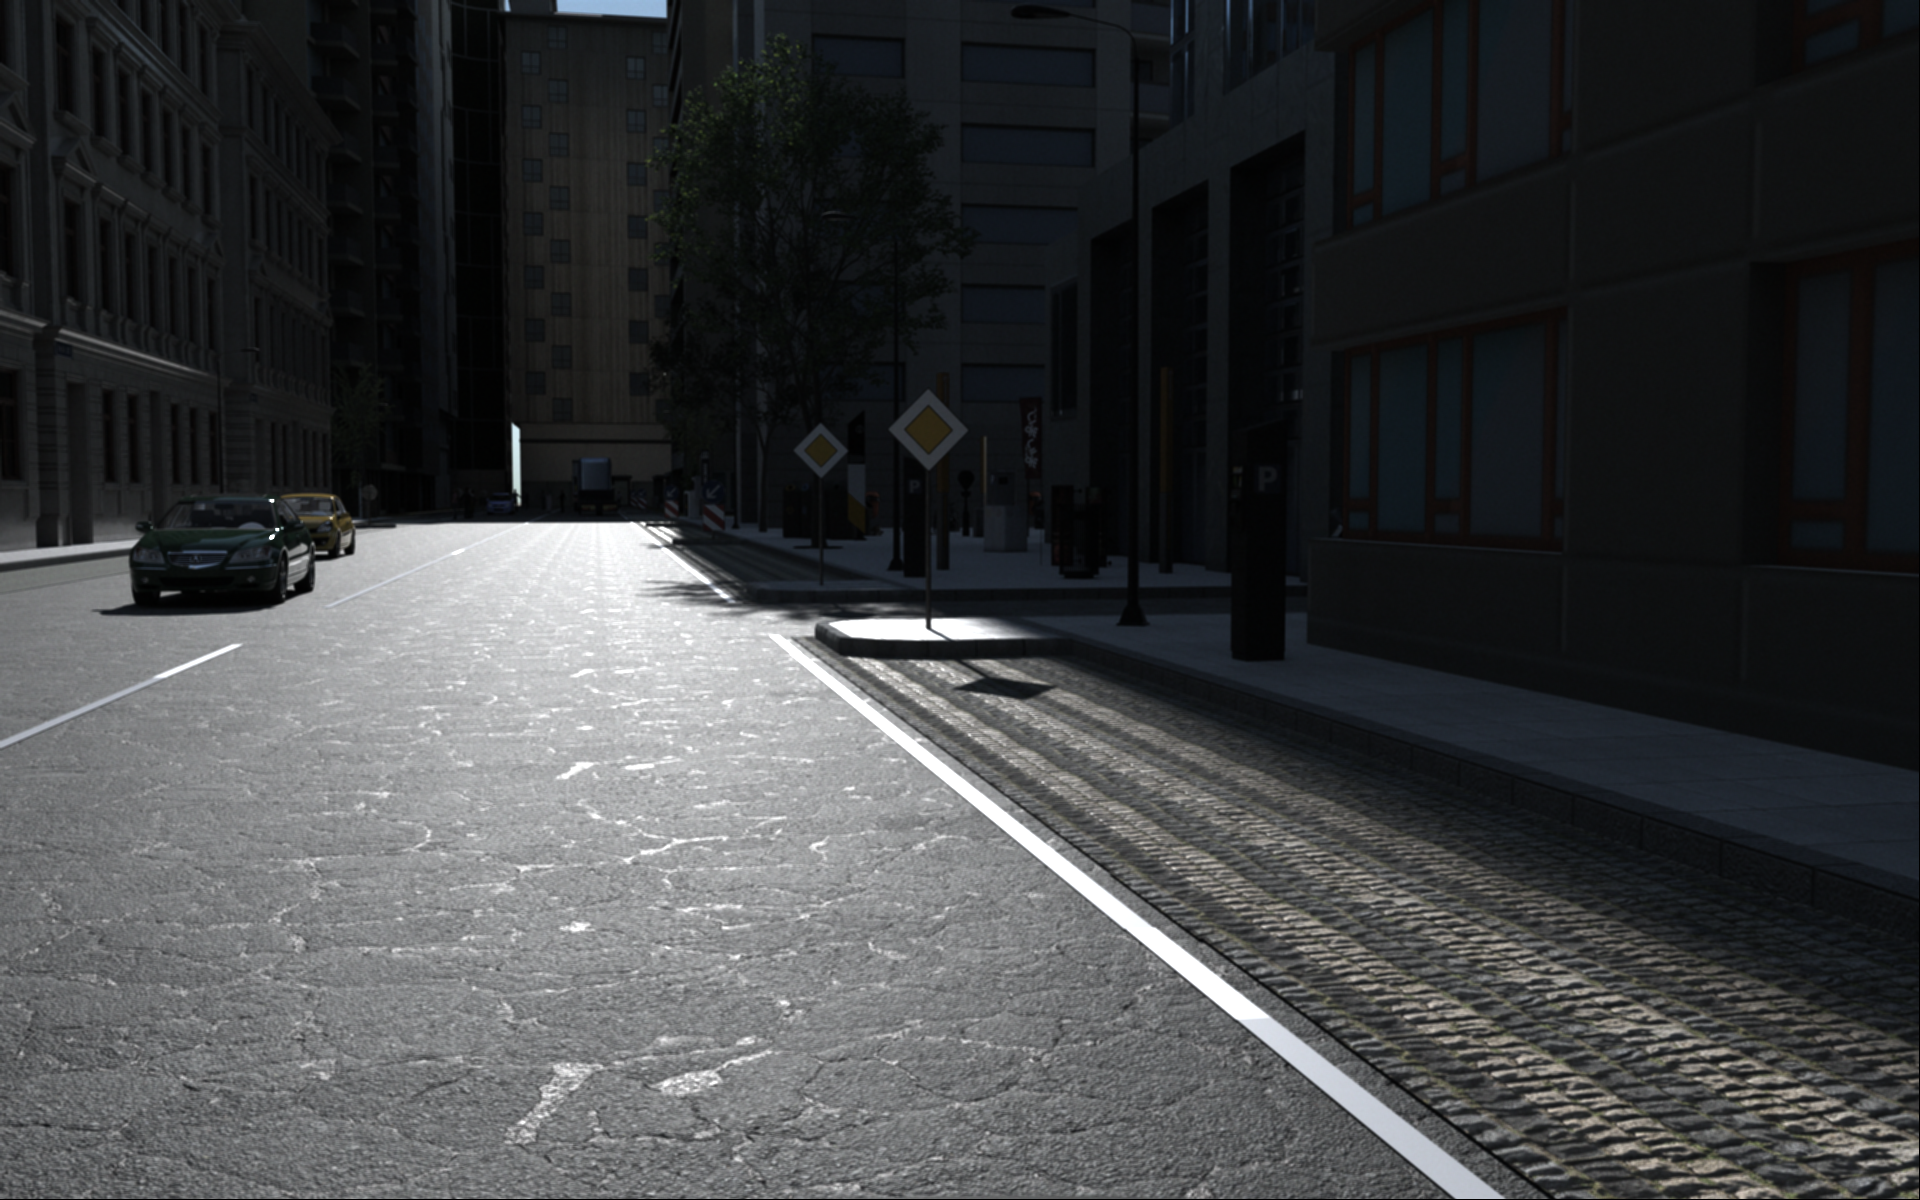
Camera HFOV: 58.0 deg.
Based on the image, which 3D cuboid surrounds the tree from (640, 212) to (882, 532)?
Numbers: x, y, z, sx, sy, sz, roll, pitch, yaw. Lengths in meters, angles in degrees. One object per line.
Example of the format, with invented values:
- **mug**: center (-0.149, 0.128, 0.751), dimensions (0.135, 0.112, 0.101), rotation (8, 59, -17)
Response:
- **tree**: center (-6.689, -7.551, 57.873), dimensions (8.767, 10.594, 7.601), rotation (0, 4, 1)

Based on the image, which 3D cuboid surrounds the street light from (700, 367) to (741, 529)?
- **street light**: center (-8.786, -5.563, 63.499), dimensions (1.470, 5.913, 1.316), rotation (-1, 4, -12)

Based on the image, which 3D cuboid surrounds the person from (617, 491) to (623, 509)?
- **person**: center (-32.014, -9.358, 162.433), dimensions (0.756, 1.711, 0.436), rotation (3, 5, 43)

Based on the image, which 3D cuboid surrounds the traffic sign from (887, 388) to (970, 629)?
- **traffic sign**: center (-0.303, -0.782, 16.431), dimensions (0.795, 2.450, 0.064), rotation (-1, 4, -12)

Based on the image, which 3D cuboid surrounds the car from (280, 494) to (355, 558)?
- **car**: center (-14.941, -1.798, 39.624), dimensions (2.015, 1.641, 3.980), rotation (-1, 4, -12)

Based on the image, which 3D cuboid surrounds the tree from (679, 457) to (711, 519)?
- **tree**: center (-13.861, -5.863, 90.464), dimensions (1.663, 3.219, 1.824), rotation (0, 3, 0)

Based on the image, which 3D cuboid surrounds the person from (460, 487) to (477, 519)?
- **person**: center (-28.666, -5.645, 100.825), dimensions (1.348, 1.821, 0.705), rotation (2, 4, 29)

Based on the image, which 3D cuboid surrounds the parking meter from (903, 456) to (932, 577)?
- **parking meter**: center (-0.657, -1.286, 26.735), dimensions (0.399, 1.863, 0.255), rotation (1, 4, 13)

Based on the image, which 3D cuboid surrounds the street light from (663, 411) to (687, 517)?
- **street light**: center (-15.991, -7.647, 97.565), dimensions (1.470, 5.913, 1.316), rotation (-1, 4, -12)

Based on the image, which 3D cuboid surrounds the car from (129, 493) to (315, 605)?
- **car**: center (-10.101, -0.744, 23.957), dimensions (2.131, 1.459, 4.920), rotation (-1, 4, -13)

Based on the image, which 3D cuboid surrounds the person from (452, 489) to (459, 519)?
- **person**: center (-28.773, -5.451, 98.348), dimensions (0.721, 1.743, 1.217), rotation (-1, 4, -14)

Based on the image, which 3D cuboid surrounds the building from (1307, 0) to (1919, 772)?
- **building**: center (19.477, -9.657, 2.939), dimensions (27.650, 21.520, 28.899), rotation (-1, 4, -12)

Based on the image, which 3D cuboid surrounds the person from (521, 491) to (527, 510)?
- **person**: center (-39.109, -8.934, 155.483), dimensions (0.541, 1.710, 0.530), rotation (0, 4, -8)

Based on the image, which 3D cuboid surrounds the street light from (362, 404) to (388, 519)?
- **street light**: center (-30.199, -7.148, 89.412), dimensions (1.470, 5.913, 1.316), rotation (-1, 4, -12)

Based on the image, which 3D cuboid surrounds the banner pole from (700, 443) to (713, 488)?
- **banner pole**: center (-12.374, -5.815, 85.100), dimensions (0.863, 3.779, 0.401), rotation (2, 4, 24)

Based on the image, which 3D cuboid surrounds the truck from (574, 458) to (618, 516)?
- **truck**: center (-25.645, -8.098, 122.153), dimensions (2.967, 4.110, 18.799), rotation (-1, 4, -13)

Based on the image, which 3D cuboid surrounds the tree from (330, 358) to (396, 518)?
- **tree**: center (-32.357, -8.696, 92.535), dimensions (4.737, 8.622, 4.395), rotation (0, 3, 0)

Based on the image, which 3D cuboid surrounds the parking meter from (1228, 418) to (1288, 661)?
- **parking meter**: center (2.295, -0.468, 13.369), dimensions (0.399, 1.863, 0.255), rotation (-1, 4, -17)

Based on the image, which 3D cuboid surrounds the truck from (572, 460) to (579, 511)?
- **truck**: center (-31.676, -9.706, 147.602), dimensions (2.839, 4.237, 11.283), rotation (-1, 4, -12)

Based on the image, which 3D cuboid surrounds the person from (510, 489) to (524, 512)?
- **person**: center (-35.879, -8.026, 139.718), dimensions (1.348, 1.826, 0.705), rotation (-2, 4, -35)

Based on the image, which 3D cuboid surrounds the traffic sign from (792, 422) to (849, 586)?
- **traffic sign**: center (-1.947, -1.260, 24.245), dimensions (0.795, 2.450, 0.064), rotation (-1, 4, -12)

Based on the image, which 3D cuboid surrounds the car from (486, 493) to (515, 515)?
- **car**: center (-31.901, -6.773, 120.332), dimensions (1.945, 1.707, 3.694), rotation (-1, 4, -10)

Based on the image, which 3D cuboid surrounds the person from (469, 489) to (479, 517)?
- **person**: center (-30.052, -5.955, 106.597), dimensions (0.721, 1.736, 1.217), rotation (1, 4, 22)

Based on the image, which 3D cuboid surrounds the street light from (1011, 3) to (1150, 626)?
- **street light**: center (1.165, -2.700, 16.690), dimensions (1.470, 5.913, 1.316), rotation (-1, 4, -12)

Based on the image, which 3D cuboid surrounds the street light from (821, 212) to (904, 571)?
- **street light**: center (-1.594, -3.441, 28.810), dimensions (1.470, 5.913, 1.316), rotation (-1, 4, -12)

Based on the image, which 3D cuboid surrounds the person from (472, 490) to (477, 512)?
- **person**: center (-36.593, -7.418, 130.486), dimensions (0.721, 1.736, 1.217), rotation (-3, 4, -36)

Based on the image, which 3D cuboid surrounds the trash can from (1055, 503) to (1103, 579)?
- **trash can**: center (1.813, -0.898, 26.343), dimensions (0.748, 1.137, 0.748), rotation (0, 3, 0)

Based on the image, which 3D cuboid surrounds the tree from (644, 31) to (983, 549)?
- **tree**: center (-3.504, -7.018, 40.499), dimensions (9.928, 11.665, 9.643), rotation (0, 3, 0)

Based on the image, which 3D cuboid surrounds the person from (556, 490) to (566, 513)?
- **person**: center (-30.526, -7.557, 132.584), dimensions (0.721, 1.766, 1.217), rotation (1, 4, 19)

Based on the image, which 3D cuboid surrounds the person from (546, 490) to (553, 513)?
- **person**: center (-30.643, -7.348, 129.311), dimensions (0.551, 1.740, 0.621), rotation (0, 4, -2)

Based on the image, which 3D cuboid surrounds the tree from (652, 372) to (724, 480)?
- **tree**: center (-16.044, -9.321, 102.755), dimensions (4.737, 8.622, 4.395), rotation (0, 3, 0)

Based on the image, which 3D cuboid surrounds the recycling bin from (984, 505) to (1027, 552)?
- **recycling bin**: center (1.012, -1.586, 38.486), dimensions (0.722, 1.027, 0.722), rotation (-3, 5, -40)

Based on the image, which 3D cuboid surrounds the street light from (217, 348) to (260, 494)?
- **street light**: center (-23.013, -5.058, 55.234), dimensions (1.470, 5.913, 1.316), rotation (-1, 4, -12)

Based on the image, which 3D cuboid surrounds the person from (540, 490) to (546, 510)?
- **person**: center (-38.600, -9.282, 160.347), dimensions (0.705, 1.814, 1.350), rotation (-2, 4, -34)

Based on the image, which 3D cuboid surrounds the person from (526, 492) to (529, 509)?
- **person**: center (-42.812, -9.867, 171.293), dimensions (0.415, 1.643, 0.593), rotation (-1, 4, -17)
